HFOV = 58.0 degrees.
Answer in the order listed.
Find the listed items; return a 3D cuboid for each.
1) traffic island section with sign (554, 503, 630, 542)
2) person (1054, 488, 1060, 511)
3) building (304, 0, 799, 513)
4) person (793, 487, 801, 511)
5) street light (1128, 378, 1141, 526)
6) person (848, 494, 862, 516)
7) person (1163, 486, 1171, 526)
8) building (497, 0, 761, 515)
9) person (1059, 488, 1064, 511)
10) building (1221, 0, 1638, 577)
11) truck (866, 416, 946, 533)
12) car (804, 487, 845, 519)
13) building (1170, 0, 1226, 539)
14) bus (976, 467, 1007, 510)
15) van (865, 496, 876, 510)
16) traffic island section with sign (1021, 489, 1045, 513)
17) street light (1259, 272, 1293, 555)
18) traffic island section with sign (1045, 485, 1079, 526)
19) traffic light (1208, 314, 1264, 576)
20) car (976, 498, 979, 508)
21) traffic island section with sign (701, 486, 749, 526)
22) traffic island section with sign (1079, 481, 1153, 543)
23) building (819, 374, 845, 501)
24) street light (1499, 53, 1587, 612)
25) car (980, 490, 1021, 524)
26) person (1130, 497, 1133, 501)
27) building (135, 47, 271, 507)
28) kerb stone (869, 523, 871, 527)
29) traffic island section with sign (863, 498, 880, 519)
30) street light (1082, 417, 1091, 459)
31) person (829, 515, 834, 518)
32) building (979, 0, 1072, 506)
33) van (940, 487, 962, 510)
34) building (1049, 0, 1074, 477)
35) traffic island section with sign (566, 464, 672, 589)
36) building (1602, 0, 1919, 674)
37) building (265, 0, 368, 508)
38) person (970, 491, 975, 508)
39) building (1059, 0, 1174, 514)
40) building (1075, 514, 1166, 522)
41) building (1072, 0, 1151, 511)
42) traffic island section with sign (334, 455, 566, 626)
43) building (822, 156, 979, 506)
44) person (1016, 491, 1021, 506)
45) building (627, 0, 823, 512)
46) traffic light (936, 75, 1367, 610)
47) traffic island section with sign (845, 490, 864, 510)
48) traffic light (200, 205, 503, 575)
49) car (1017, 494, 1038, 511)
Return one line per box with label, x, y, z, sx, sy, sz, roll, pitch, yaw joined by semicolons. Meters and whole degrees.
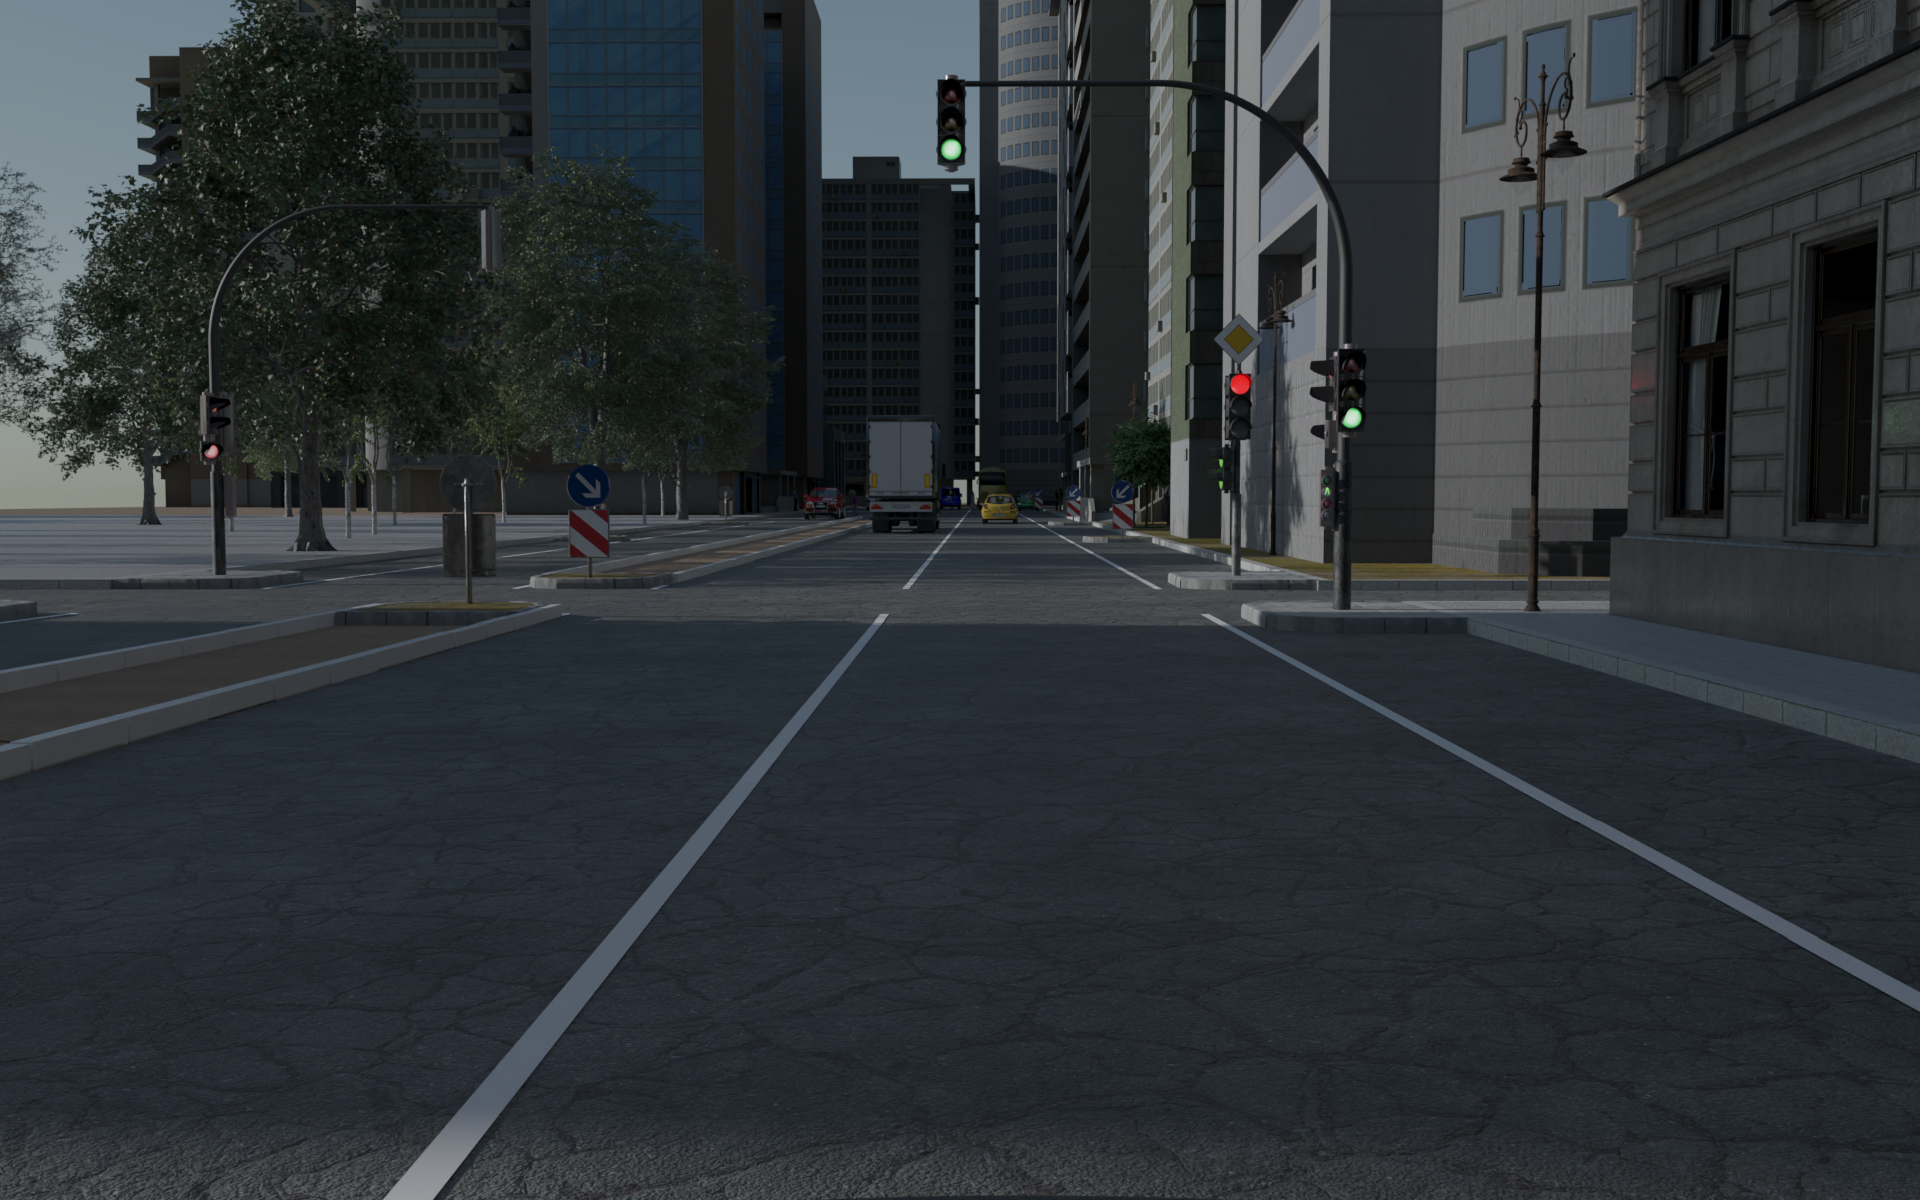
traffic island section with sign;-11.109;-2.684;52.513;1.989;1.847;2.006;0;4;1
person;7.636;-7.867;135.188;0.721;1.766;1.217;0;4;-6
building;-28.901;-26.729;128.893;32.217;40.220;23.993;0;4;1
person;-12.251;-7.549;129.452;0.705;1.826;1.348;1;4;16
street light;6.940;-5.883;68.968;0.468;5.910;1.993;0;4;1
person;-6.934;-6.277;114.360;0.991;1.433;0.599;-1;4;-23
person;8.470;-3.902;69.195;0.648;1.900;0.474;-3;5;-39
building;-20.130;-28.101;109.558;14.600;45.320;14.200;0;4;1
person;7.746;-7.590;130.959;0.721;1.723;1.217;0;4;8
building;20.776;-30.125;34.547;28.212;58.520;21.231;0;4;1
truck;-2.052;-4.807;67.514;2.839;4.237;11.283;0;4;1
car;-7.790;-5.587;100.028;2.281;1.827;5.304;0;4;1
building;13.673;-17.366;55.635;14.160;30.474;14.107;0;4;1
bus;2.945;-10.215;158.567;2.896;3.916;12.252;0;4;1
van;-7.435;-8.983;153.890;2.013;2.044;4.112;0;4;0
traffic island section with sign;5.739;-7.383;129.335;1.989;1.847;2.006;0;4;1
street light;6.588;-3.883;36.279;0.468;5.910;1.993;0;4;1
traffic island section with sign;5.074;-4.346;79.691;1.989;1.847;2.006;0;4;1
traffic light;4.328;-2.339;27.158;0.839;4.253;0.868;0;4;1
car;2.611;-10.295;178.106;2.009;1.686;4.222;0;4;2
traffic island section with sign;-10.759;-4.338;79.549;1.989;1.847;2.006;0;4;1
traffic island section with sign;4.705;-2.647;51.908;1.989;1.847;2.006;0;4;1
building;-27.566;-52.201;166.163;31.000;86.520;22.319;0;4;1
street light;6.267;-2.813;18.783;0.468;5.910;1.993;0;4;1
car;1.947;-4.510;83.957;2.015;1.641;3.980;0;4;3
person;10.146;-5.759;103.465;1.065;1.426;0.557;-1;4;-17
building;-70.755;-31.897;171.624;14.200;45.320;14.600;0;4;1
kerb stone;-3.992;-3.140;73.541;0.120;0.150;1.000;0;4;1
traffic island section with sign;-4.657;-5.753;102.198;2.006;1.907;1.989;0;4;1
street light;7.417;-7.898;101.919;0.468;5.910;1.993;0;4;1
person;-7.747;-5.839;104.679;0.721;1.736;1.217;3;4;38
building;16.268;-39.989;195.827;28.212;58.520;21.231;0;4;1
van;-0.882;-9.506;159.803;2.240;2.365;5.245;0;4;-1
building;23.151;-35.098;163.087;28.713;52.752;27.495;0;4;1
traffic island section with sign;-5.650;-1.158;27.066;2.006;1.907;1.989;0;4;1
building;11.511;-8.816;8.776;10.561;19.102;19.286;0;4;1
building;-53.384;-44.641;168.132;20.611;71.187;20.563;0;4;1
person;1.250;-10.059;173.632;0.621;1.740;0.551;0;4;4
building;24.400;-27.271;137.755;32.217;40.220;23.993;0;4;1
building;22.291;-24.094;85.823;32.217;40.220;23.993;0;4;1
building;18.631;-29.984;113.943;21.300;48.544;21.600;0;4;1
traffic island section with sign;-5.759;-0.705;19.659;2.006;1.907;1.989;0;4;1
building;-9.762;-31.196;201.941;23.993;40.220;32.217;0;4;1
person;5.941;-10.015;173.028;0.721;1.735;1.217;-2;4;-33
building;-19.352;-30.482;148.485;14.600;45.320;14.200;0;4;1
traffic light;2.129;-2.715;19.060;4.771;5.953;1.251;0;4;1
traffic island section with sign;-9.724;-9.046;156.524;1.989;1.847;2.006;0;4;1
traffic light;-9.639;-3.223;27.363;4.771;5.953;1.251;0;4;1
car;5.734;-8.336;145.091;1.959;1.807;4.718;0;4;1
